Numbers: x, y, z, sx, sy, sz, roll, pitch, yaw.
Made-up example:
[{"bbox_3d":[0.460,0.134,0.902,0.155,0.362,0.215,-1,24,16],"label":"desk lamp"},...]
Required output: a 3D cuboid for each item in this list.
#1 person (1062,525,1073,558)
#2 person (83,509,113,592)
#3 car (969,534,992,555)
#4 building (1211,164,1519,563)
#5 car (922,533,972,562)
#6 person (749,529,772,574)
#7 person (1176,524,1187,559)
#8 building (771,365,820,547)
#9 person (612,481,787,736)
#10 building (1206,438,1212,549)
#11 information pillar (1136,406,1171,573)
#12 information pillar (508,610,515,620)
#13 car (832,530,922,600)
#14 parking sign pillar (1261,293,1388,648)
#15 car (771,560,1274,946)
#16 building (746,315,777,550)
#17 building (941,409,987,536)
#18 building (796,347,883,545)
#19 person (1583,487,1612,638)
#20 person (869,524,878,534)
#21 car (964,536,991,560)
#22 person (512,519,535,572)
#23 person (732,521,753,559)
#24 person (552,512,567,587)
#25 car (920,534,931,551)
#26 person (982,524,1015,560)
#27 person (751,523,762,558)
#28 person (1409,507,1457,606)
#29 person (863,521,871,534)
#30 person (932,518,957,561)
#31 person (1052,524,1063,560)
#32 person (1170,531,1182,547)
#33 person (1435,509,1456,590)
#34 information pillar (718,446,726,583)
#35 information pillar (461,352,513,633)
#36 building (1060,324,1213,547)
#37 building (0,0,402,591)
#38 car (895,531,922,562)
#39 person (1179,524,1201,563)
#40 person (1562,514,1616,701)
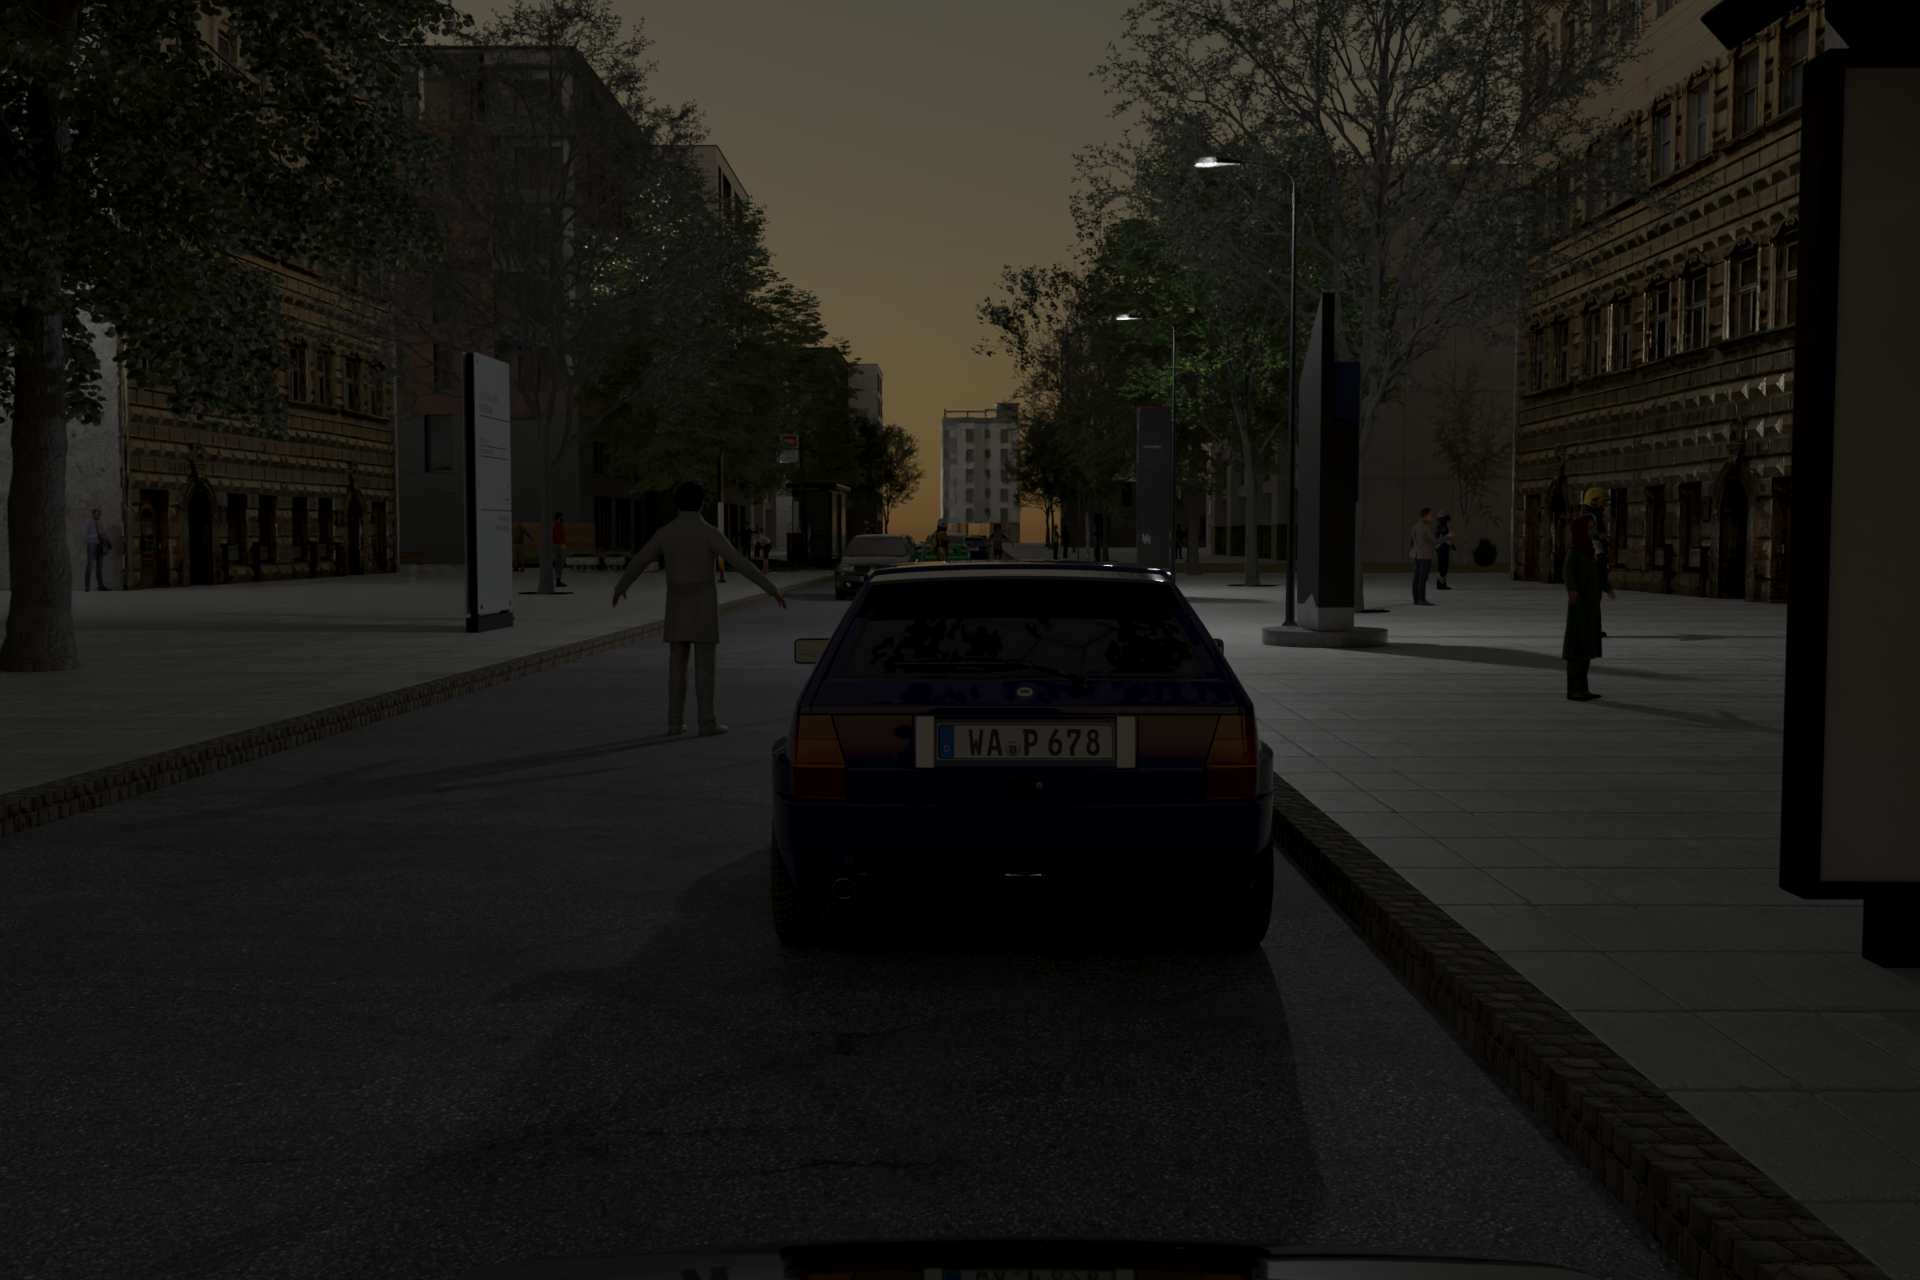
[{"bbox_3d":[5.671,-5.202,91.767,0.721,1.740,1.216,-1,4,-21],"label":"person"},{"bbox_3d":[-19.110,-1.991,38.466,0.599,1.838,0.709,1,4,15],"label":"person"},{"bbox_3d":[1.219,-6.723,119.714,2.009,1.686,4.222,0,4,-1],"label":"car"},{"bbox_3d":[23.799,-13.763,91.483,16.747,18.905,31.486,0,4,1],"label":"building"},{"bbox_3d":[-0.500,-3.512,66.219,1.959,1.807,4.718,0,3,0],"label":"car"},{"bbox_3d":[-6.325,-2.801,55.022,0.628,1.438,0.799,0,4,6],"label":"person"},{"bbox_3d":[11.221,-5.049,88.731,1.347,1.806,0.705,3,4,37],"label":"person"},{"bbox_3d":[-24.731,-21.355,180.084,19.493,23.208,18.063,0,4,1],"label":"building"},{"bbox_3d":[-1.904,-0.229,12.387,1.347,1.806,0.705,1,4,15],"label":"person"},{"bbox_3d":[25.364,-11.810,135.245,9.099,9.664,28.070,0,4,1],"label":"building"},{"bbox_3d":[3.953,-2.816,35.414,0.750,3.857,0.750,0,4,1],"label":"information pillar"},{"bbox_3d":[-6.774,-2.096,25.621,0.183,3.616,0.504,0,4,1],"label":"information pillar"},{"bbox_3d":[-1.835,-1.783,38.936,2.009,1.686,4.222,0,4,1],"label":"car"},{"bbox_3d":[4.246,-1.932,20.066,1.447,3.967,1.447,0,4,0],"label":"parking sign pillar"},{"bbox_3d":[0.218,0.319,7.368,1.945,1.354,3.894,0,4,0],"label":"car"},{"bbox_3d":[-24.667,-16.435,135.168,16.747,18.905,31.486,0,4,1],"label":"building"},{"bbox_3d":[-2.447,-24.106,253.003,11.380,20.090,16.016,0,4,-1],"label":"building"},{"bbox_3d":[-23.876,-22.122,205.674,27.936,21.610,32.646,0,4,0],"label":"building"},{"bbox_3d":[7.904,-0.963,21.511,0.704,1.858,1.351,1,4,20],"label":"person"},{"bbox_3d":[-4.858,-5.490,95.539,1.354,1.856,0.705,2,4,23],"label":"person"},{"bbox_3d":[0.453,-3.999,77.957,1.945,1.354,3.894,0,3,0],"label":"car"},{"bbox_3d":[-15.086,-3.235,59.159,1.348,1.796,0.705,1,4,15],"label":"person"},{"bbox_3d":[-9.065,-4.148,73.756,1.347,1.837,0.705,-2,4,-25],"label":"person"},{"bbox_3d":[-9.667,-2.192,41.941,0.704,1.816,1.345,-1,4,-14],"label":"person"},{"bbox_3d":[-1.291,-5.556,101.062,2.015,1.641,3.980,0,4,1],"label":"car"},{"bbox_3d":[1.514,-3.705,69.184,1.345,1.843,0.704,-1,4,-15],"label":"person"},{"bbox_3d":[-10.740,-5.268,91.982,1.347,1.847,0.705,3,5,43],"label":"person"},{"bbox_3d":[8.503,-1.504,31.164,0.750,1.759,0.617,0,4,-1],"label":"person"},{"bbox_3d":[-3.966,-4.078,72.651,0.705,1.833,1.349,-1,4,-15],"label":"person"},{"bbox_3d":[-0.456,-2.336,46.418,0.705,1.858,1.354,-2,4,-25],"label":"person"},{"bbox_3d":[4.915,-4.946,87.324,0.721,1.772,1.216,-1,4,-18],"label":"person"},{"bbox_3d":[5.484,-2.486,47.421,1.217,1.736,0.721,0,4,-4],"label":"person"},{"bbox_3d":[11.155,-2.081,39.888,0.704,1.845,1.351,0,4,3],"label":"person"},{"bbox_3d":[-6.313,-3.327,45.744,0.183,3.616,0.504,0,3,0],"label":"information pillar"},{"bbox_3d":[-6.313,-1.949,23.174,0.184,3.620,1.656,0,4,1],"label":"information pillar"},{"bbox_3d":[24.550,-20.824,184.454,27.936,21.610,32.646,0,4,1],"label":"building"},{"bbox_3d":[-27.872,-13.246,47.495,19.493,23.208,18.063,0,4,1],"label":"building"},{"bbox_3d":[-2.234,-2.932,57.730,2.009,1.686,4.222,0,4,1],"label":"car"},{"bbox_3d":[10.370,-4.398,78.128,1.346,1.802,0.704,-2,4,-32],"label":"person"},{"bbox_3d":[4.868,-0.255,13.382,0.599,1.438,0.989,3,4,37],"label":"person"}]
